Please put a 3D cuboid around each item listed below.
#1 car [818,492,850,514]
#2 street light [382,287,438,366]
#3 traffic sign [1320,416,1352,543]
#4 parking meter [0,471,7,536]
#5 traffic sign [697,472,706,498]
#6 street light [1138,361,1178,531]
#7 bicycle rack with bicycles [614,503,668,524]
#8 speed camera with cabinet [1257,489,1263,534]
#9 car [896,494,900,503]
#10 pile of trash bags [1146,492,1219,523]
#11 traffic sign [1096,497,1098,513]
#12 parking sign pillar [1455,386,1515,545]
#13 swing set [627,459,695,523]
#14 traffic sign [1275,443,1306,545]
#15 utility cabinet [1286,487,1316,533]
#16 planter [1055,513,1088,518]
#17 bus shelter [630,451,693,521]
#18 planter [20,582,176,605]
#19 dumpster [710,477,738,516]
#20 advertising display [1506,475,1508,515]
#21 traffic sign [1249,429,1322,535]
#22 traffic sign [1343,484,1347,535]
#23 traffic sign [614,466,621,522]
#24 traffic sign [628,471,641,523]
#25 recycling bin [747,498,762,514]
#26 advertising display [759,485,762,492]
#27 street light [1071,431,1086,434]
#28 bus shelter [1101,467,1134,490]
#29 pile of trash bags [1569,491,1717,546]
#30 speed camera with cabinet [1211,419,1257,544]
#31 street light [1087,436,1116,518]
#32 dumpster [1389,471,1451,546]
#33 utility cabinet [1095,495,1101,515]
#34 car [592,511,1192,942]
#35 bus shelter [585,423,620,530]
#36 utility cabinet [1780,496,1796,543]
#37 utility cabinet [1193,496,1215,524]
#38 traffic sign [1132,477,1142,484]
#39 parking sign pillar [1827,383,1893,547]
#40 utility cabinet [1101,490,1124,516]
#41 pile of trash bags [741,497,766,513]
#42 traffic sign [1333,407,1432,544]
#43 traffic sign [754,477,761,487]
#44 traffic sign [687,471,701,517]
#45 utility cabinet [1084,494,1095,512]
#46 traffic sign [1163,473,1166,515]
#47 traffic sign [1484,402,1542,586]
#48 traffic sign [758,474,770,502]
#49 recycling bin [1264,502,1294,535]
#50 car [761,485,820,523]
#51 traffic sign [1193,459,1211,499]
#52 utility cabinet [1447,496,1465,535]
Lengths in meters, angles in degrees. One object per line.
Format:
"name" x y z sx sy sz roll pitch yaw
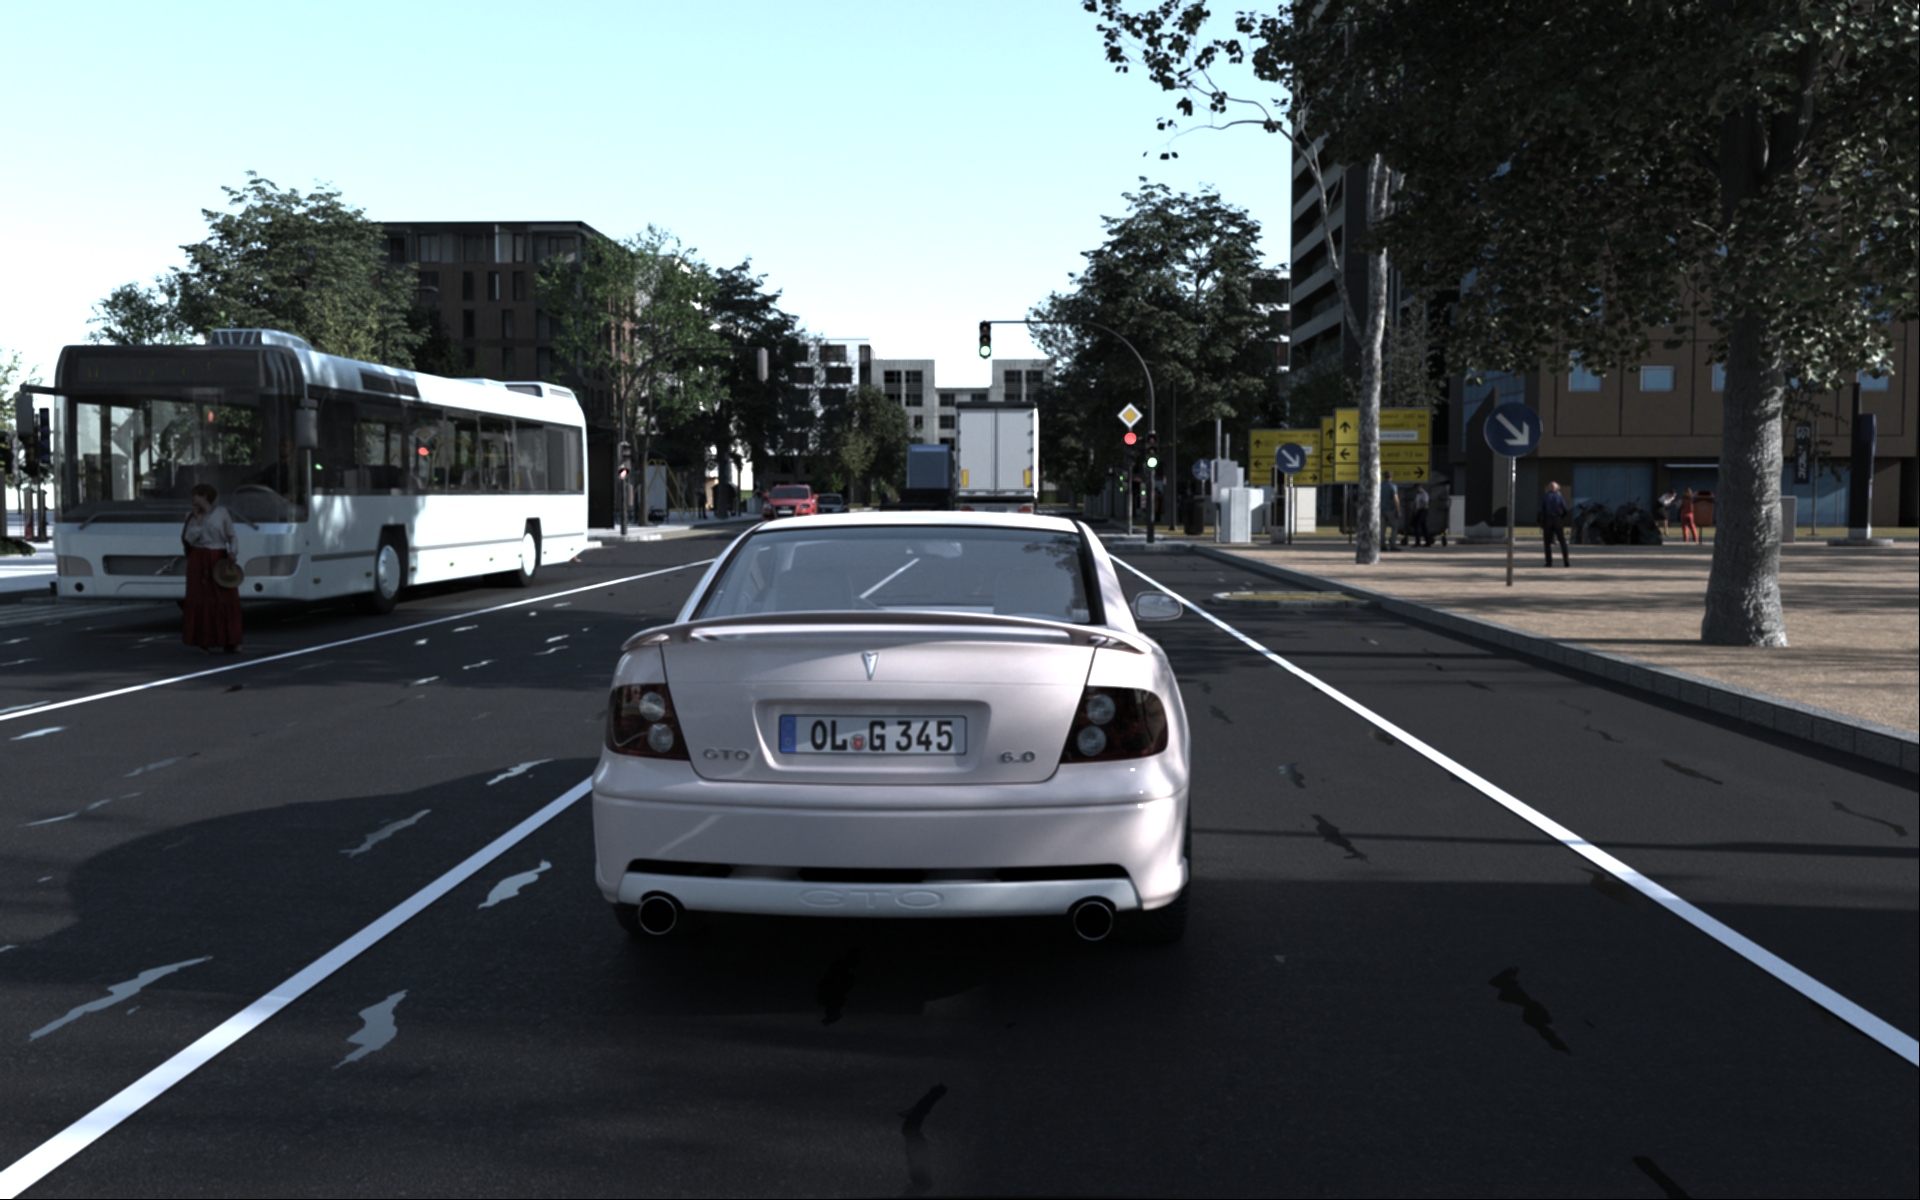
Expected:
"car" -6.207 -4.391 81.585 2.009 1.686 4.222 0 4 2
"street light" -12.412 -4.066 39.026 1.470 5.913 1.316 0 4 2
"traffic sign" 10.550 -3.142 45.243 2.265 3.308 0.079 0 4 7
"parking meter" -24.408 -2.334 43.876 0.399 1.863 0.255 0 4 -3
"traffic sign" -14.754 -5.995 98.129 0.768 2.556 0.104 0 4 4
"street light" 6.912 -5.376 60.444 1.470 5.913 1.316 0 4 2
"bicycle rack with bicycles" -13.676 -3.693 73.765 2.925 0.926 2.852 2 4 31
"speed camera with cabinet" 9.121 -3.779 56.129 0.660 3.252 2.038 -1 4 -18
"car" -4.389 -8.718 151.214 2.281 1.827 5.304 0 4 1
"pile of trash bags" 9.876 -4.099 76.768 3.447 1.369 1.912 -1 4 -15
"traffic sign" 9.525 -7.349 120.264 0.768 2.556 0.104 0 4 4
"parking sign pillar" 13.380 -3.399 44.041 1.447 3.967 1.447 -1 4 -15
"swing set" -13.785 -4.973 78.933 2.862 2.851 3.119 0 4 0
"traffic sign" 8.286 -2.651 43.455 0.768 2.556 0.104 1 4 10
"utility cabinet" 11.134 -2.958 57.049 1.173 1.500 0.318 -1 4 -22
"planter" 6.777 -5.166 105.611 1.991 0.319 1.994 0 4 2
"bus shelter" -14.358 -5.477 83.475 2.014 3.302 5.546 0 4 2
"planter" -11.059 -0.126 23.200 1.991 0.319 1.994 0 4 2
"dumpster" -13.587 -5.983 100.311 1.502 2.255 1.985 0 4 2
"advertising display" 17.270 -3.105 55.983 0.974 1.923 0.123 -1 4 -19
"traffic sign" 10.176 -3.687 54.155 2.265 3.308 0.079 1 4 11
"traffic sign" 11.966 -3.282 53.774 0.768 2.556 0.104 1 4 8
"traffic sign" -15.661 -4.823 78.958 0.768 2.556 0.104 0 4 4
"traffic sign" -14.318 -4.529 76.174 0.606 2.300 0.079 1 4 9
"recycling bin" -13.092 -5.984 110.392 0.722 1.027 0.722 3 4 36
"advertising display" -14.681 -7.477 127.466 0.123 1.923 0.974 0 4 -4
"street light" 8.869 -9.509 128.005 1.470 5.913 1.316 0 4 2
"bus shelter" 11.201 -7.932 123.604 2.014 3.302 5.546 0 4 2
"pile of trash bags" 17.291 -2.085 43.850 3.447 1.369 1.912 1 4 14
"speed camera with cabinet" 7.081 -3.113 45.229 0.660 3.252 2.038 0 4 -5
"street light" 7.784 -7.443 94.227 1.470 5.913 1.316 0 4 2
"dumpster" 11.480 -2.296 43.295 1.264 1.857 1.865 0 4 2
"utility cabinet" 8.869 -5.868 104.625 1.173 1.500 0.318 -2 4 -29
"car" -0.114 0.330 6.966 2.083 1.381 4.827 0 4 3
"bus shelter" -13.080 -4.172 59.491 1.731 3.624 6.357 0 4 2
"utility cabinet" 21.467 -2.111 45.672 1.020 1.237 0.306 2 4 27
"utility cabinet" 10.404 -3.804 73.353 1.020 1.237 0.306 2 4 30
"traffic sign" 12.886 -7.705 126.081 0.768 2.556 0.104 0 4 6
"parking sign pillar" 22.100 -3.300 42.429 1.447 3.967 1.447 2 4 31
"utility cabinet" 8.753 -5.502 98.641 1.173 1.500 0.318 -1 4 -23
"pile of trash bags" -13.604 -6.782 120.645 3.447 1.369 1.912 -3 4 -37
"traffic sign" 9.933 -2.871 40.814 2.265 3.308 0.079 0 4 5
"traffic sign" -15.056 -7.940 129.550 0.795 2.593 0.064 1 4 11
"traffic sign" -14.896 -5.921 96.913 0.768 2.556 0.104 0 4 3
"utility cabinet" 9.516 -7.100 124.757 1.173 1.500 0.318 -1 4 -12
"traffic sign" 12.522 -6.527 106.714 0.884 2.594 0.081 1 4 10
"traffic sign" 7.660 -1.465 24.062 0.768 2.556 0.104 1 4 11
"traffic sign" -12.303 -6.656 108.926 0.768 2.556 0.104 0 4 7
"recycling bin" 10.168 -2.606 55.160 0.722 1.027 0.722 -1 4 -15
"car" -6.772 -3.724 69.562 2.281 1.827 5.304 0 4 0
"traffic sign" 8.812 -3.832 62.766 0.768 2.556 0.104 1 4 9
"utility cabinet" 15.719 -2.615 53.913 1.020 1.237 0.306 0 4 4
